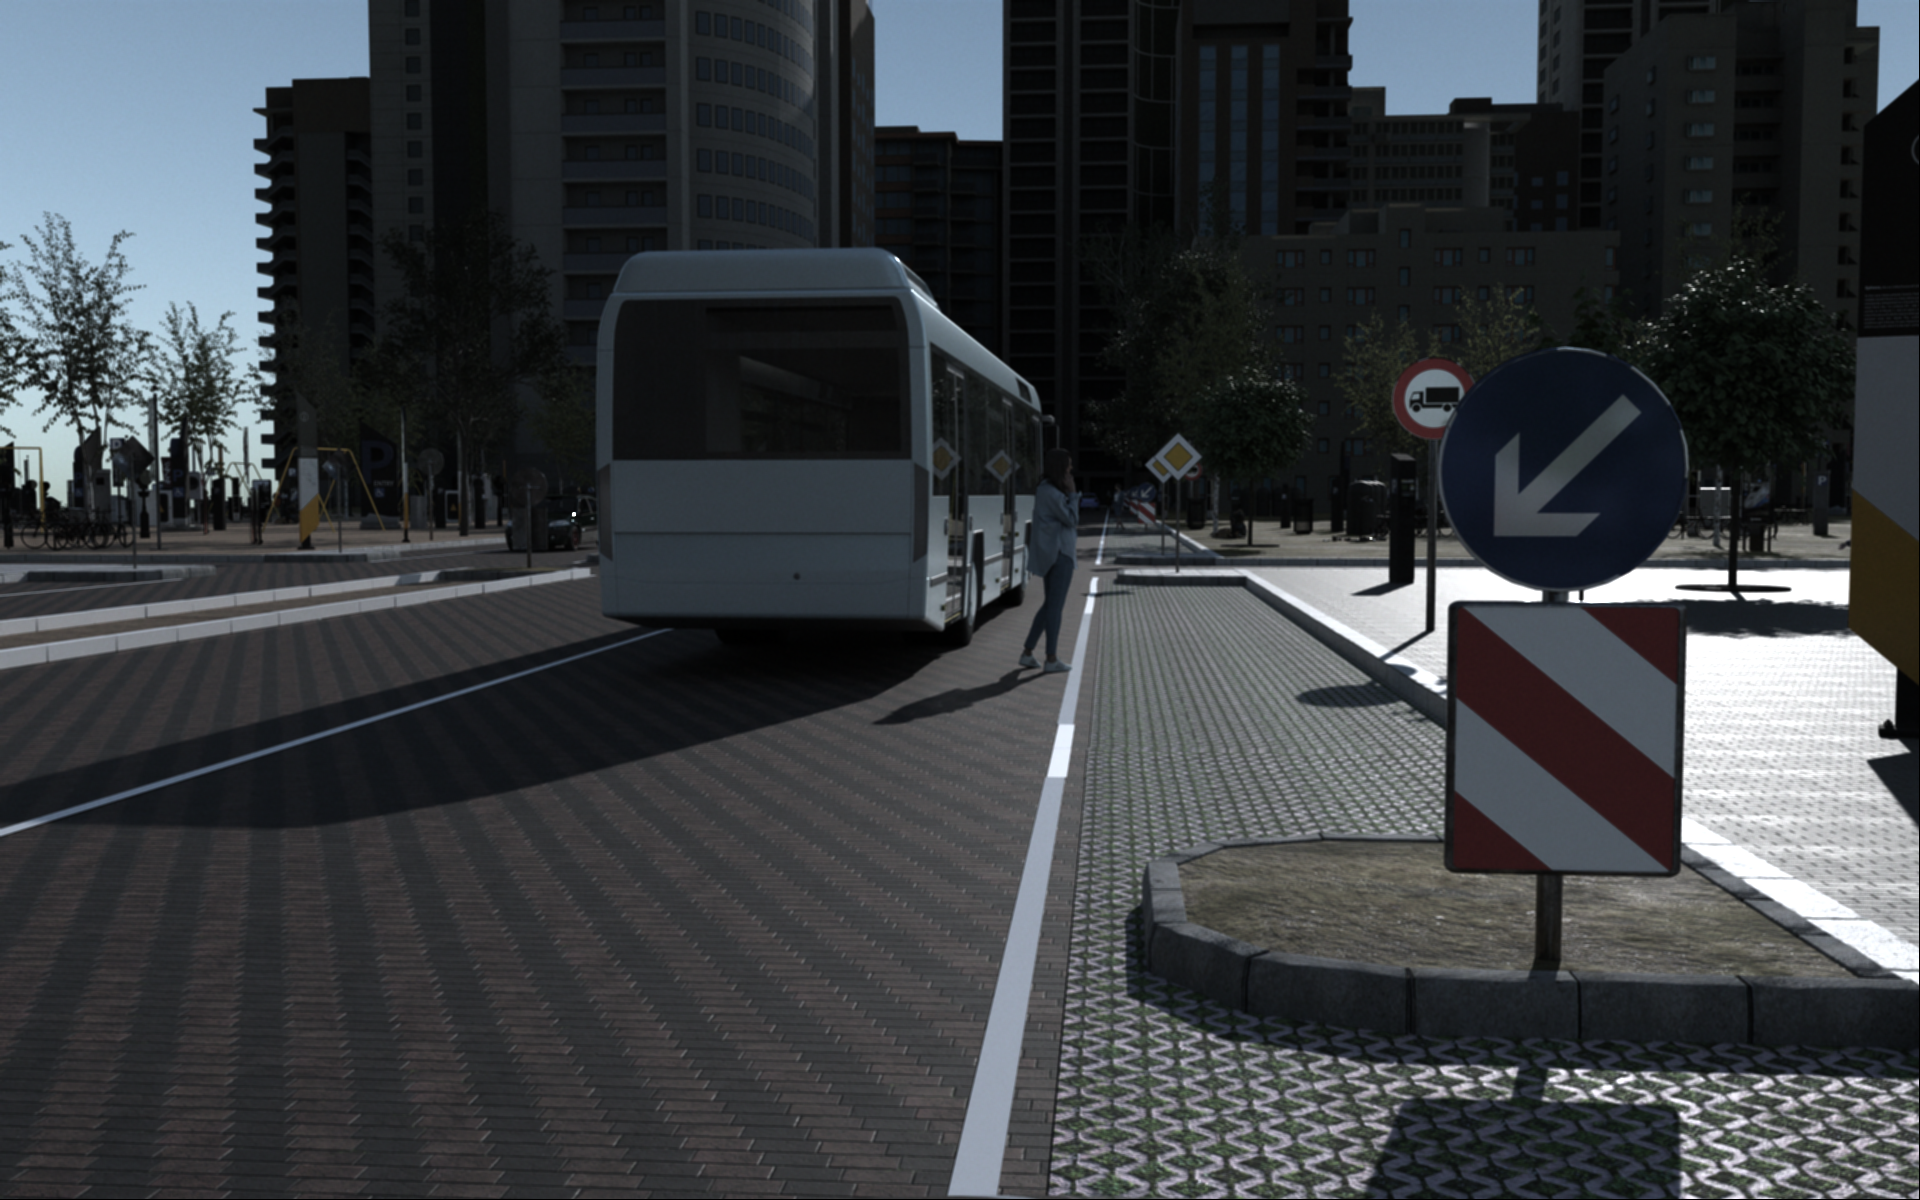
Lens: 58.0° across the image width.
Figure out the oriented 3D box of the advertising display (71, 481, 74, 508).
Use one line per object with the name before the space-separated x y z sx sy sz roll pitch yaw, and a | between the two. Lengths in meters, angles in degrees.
advertising display | -42.250 -4.756 82.975 0.974 1.923 0.123 2 4 33

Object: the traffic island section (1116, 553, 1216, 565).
traffic island section | 4.270 -0.856 36.269 2.009 0.180 2.903 0 4 5

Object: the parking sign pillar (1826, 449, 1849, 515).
parking sign pillar | 52.991 -7.103 104.602 1.447 3.967 1.447 -1 4 -21

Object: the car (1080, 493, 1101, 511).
car | 11.346 -8.699 151.812 1.945 1.707 3.694 0 4 7

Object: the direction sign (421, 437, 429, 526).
direction sign | -21.462 -4.726 69.266 0.379 3.537 0.876 -1 4 -23

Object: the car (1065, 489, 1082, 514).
car | 7.629 -7.081 124.451 2.281 1.827 5.304 0 4 3

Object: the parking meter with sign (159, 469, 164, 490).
parking meter with sign | -45.277 -6.240 98.291 0.543 3.016 1.738 0 4 -3

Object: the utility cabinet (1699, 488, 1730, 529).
utility cabinet | 27.646 -3.356 63.556 1.173 1.500 0.318 3 5 42

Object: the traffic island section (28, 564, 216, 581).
traffic island section | -14.249 -0.464 29.872 2.009 0.180 2.903 0 4 5

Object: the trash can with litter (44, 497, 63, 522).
trash can with litter | -40.328 -4.030 77.283 0.624 1.170 1.055 1 4 19

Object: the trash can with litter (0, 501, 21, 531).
trash can with litter | -34.311 -3.086 61.516 1.678 1.210 2.233 -2 4 -31

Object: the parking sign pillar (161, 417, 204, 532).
parking sign pillar | -26.950 -4.368 59.882 1.447 3.967 1.447 -1 4 -17

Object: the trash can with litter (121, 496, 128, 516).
trash can with litter | -48.624 -5.553 101.851 2.233 1.210 1.678 -1 4 -22

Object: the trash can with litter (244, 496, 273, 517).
trash can with litter | -40.241 -5.411 99.531 2.233 1.210 1.678 -1 4 -22

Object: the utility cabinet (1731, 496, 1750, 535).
utility cabinet | 24.561 -2.639 54.303 1.020 1.237 0.306 -3 4 -37

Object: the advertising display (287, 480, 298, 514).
advertising display | -31.527 -4.687 81.853 0.123 1.923 0.974 0 4 0

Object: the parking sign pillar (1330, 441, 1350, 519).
parking sign pillar | 19.802 -6.162 89.220 1.447 3.967 1.447 1 4 10

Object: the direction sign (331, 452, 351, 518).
direction sign | -33.582 -6.212 93.569 0.876 3.537 0.379 1 4 21

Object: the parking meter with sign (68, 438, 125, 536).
parking meter with sign | -26.542 -3.485 53.236 0.543 3.016 1.738 1 4 23

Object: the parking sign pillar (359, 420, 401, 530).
parking sign pillar | -21.168 -4.566 63.121 1.447 3.967 1.447 -1 4 -16

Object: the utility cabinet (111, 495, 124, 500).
utility cabinet | -51.093 -5.718 104.656 1.020 1.237 0.306 0 4 -1

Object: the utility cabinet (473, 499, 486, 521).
utility cabinet | -22.614 -4.455 81.520 0.318 1.500 1.173 -2 4 -29

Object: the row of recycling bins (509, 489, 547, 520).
row of recycling bins | -14.968 -3.214 59.660 1.069 1.692 3.534 -1 4 -17

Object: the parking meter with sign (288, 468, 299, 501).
parking meter with sign | -44.378 -7.296 115.545 0.543 3.016 1.738 -2 4 -31

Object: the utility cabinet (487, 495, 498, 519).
utility cabinet | -23.830 -4.697 87.951 0.306 1.237 1.020 -3 5 -42

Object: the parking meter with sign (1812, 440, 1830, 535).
parking meter with sign | 27.241 -3.582 54.827 0.543 3.016 1.738 1 4 23

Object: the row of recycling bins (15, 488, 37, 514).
row of recycling bins | -59.645 -6.216 108.749 1.069 1.692 3.534 2 4 24

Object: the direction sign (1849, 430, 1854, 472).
direction sign | 31.693 -4.208 60.801 0.876 3.537 0.379 1 4 23

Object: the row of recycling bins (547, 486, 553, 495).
row of recycling bins | -21.671 -5.254 93.017 1.069 1.692 3.534 1 4 10

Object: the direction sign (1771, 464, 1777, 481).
direction sign | 48.002 -6.762 102.562 0.876 3.537 0.379 -2 4 -24

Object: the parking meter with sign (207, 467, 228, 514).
parking meter with sign | -47.668 -7.042 111.399 1.738 3.016 0.543 2 4 34

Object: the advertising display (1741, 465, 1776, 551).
advertising display | 18.070 -2.081 39.233 0.123 1.923 0.974 -1 4 -13

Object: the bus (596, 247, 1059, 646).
bus | -0.722 -1.514 19.618 2.948 3.499 13.247 0 4 7

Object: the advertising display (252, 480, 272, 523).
advertising display | -31.278 -4.429 77.630 0.974 1.923 0.123 1 4 20

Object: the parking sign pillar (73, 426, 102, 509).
parking sign pillar | -34.358 -4.879 68.241 1.447 3.967 1.447 0 4 5

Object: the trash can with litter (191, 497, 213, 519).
trash can with litter | -38.617 -4.716 88.166 1.678 1.210 2.233 0 4 -3

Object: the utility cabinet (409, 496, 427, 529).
utility cabinet | -20.191 -3.268 64.600 0.306 1.237 1.020 0 4 2

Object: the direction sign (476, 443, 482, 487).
direction sign | -21.359 -5.194 76.917 0.379 3.537 0.876 -2 4 -29

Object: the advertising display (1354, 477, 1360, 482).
advertising display | 15.021 -3.690 65.550 0.123 1.923 0.974 0 4 8

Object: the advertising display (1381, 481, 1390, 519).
advertising display | 21.468 -5.061 87.956 0.974 1.923 0.123 -3 4 -38

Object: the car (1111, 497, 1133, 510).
car | 14.205 -8.515 151.806 1.945 1.354 3.894 0 4 5

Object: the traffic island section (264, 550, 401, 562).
traffic island section | -13.553 -0.951 37.827 2.009 0.180 2.903 0 4 5

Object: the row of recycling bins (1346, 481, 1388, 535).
row of recycling bins | 13.235 -2.995 56.080 1.069 1.692 3.534 1 4 23

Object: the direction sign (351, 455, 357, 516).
direction sign | -36.559 -6.831 103.676 0.379 3.537 0.876 1 4 18

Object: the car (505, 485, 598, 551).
car | -10.366 -2.141 44.792 2.009 1.686 4.222 0 4 6

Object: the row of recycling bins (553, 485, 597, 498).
row of recycling bins | -16.729 -4.402 79.082 1.069 1.692 3.534 3 4 36

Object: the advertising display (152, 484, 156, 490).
advertising display | -49.732 -6.270 107.725 0.974 1.923 0.123 0 4 4

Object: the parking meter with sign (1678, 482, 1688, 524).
parking meter with sign | 31.781 -4.846 75.491 1.738 3.016 0.543 -1 4 -12

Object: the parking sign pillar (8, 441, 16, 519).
parking sign pillar | -48.907 -6.101 88.225 1.447 3.967 1.447 -3 4 -38

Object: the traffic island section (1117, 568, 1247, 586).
traffic island section | 3.574 -0.369 28.314 2.009 0.180 2.903 0 4 5

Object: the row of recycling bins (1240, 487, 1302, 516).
row of recycling bins | 17.997 -5.688 100.119 3.534 1.692 1.069 0 4 5
